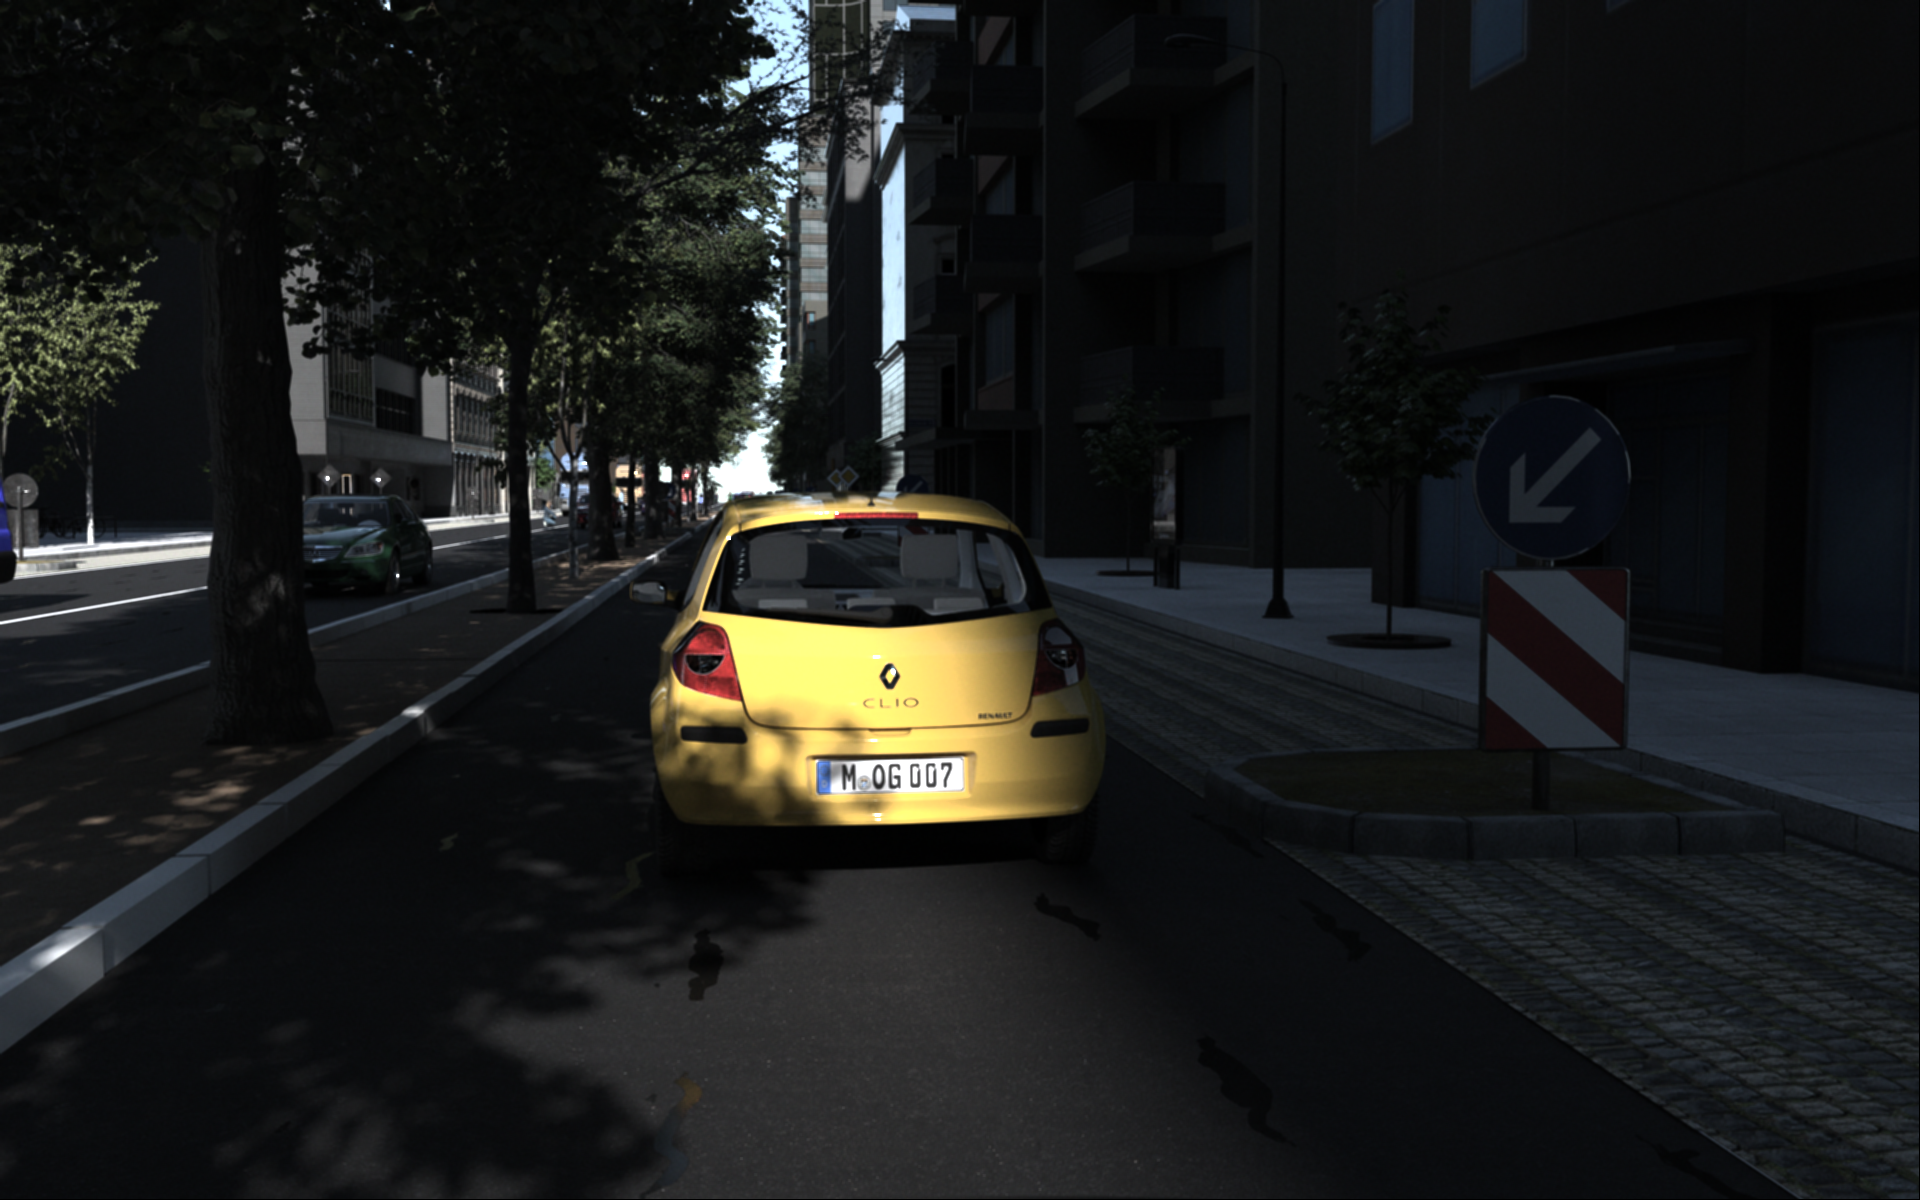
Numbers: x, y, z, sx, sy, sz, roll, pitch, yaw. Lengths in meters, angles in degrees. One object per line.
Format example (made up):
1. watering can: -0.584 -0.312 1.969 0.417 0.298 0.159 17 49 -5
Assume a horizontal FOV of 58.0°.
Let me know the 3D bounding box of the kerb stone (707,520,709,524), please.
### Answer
1. kerb stone: -11.574 -3.441 78.454 0.120 0.150 1.000 0 4 -7

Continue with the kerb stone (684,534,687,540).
1. kerb stone: -8.271 -1.791 51.477 0.120 0.150 1.000 0 4 -7

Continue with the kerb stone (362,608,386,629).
1. kerb stone: -6.372 0.221 18.632 0.120 0.150 1.000 0 4 -7

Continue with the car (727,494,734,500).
1. car: -17.152 -7.687 134.476 1.959 1.807 4.718 0 4 -6

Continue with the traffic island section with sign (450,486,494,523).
1. traffic island section with sign: -24.450 -4.786 86.874 1.989 1.847 2.006 0 4 -7

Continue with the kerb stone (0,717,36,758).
1. kerb stone: -5.253 0.777 9.489 0.120 0.150 1.000 0 4 -7

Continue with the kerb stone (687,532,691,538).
1. kerb stone: -8.642 -1.978 54.538 0.120 0.150 1.000 0 4 -7

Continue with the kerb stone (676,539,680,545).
1. kerb stone: -7.647 -1.480 46.387 0.120 0.150 1.000 0 4 -7

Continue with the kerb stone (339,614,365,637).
1. kerb stone: -6.249 0.280 17.617 0.120 0.150 1.000 0 4 -7

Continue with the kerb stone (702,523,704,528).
1. kerb stone: -10.570 -2.942 70.317 0.120 0.150 1.000 0 4 -7

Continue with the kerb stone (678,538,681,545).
1. kerb stone: -7.780 -1.542 47.407 0.120 0.150 1.000 0 4 -7

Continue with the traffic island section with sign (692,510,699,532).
1. traffic island section with sign: -11.125 -3.544 66.082 2.006 1.907 1.989 0 4 -7

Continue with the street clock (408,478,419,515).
1. street clock: -25.225 -4.612 79.975 0.358 2.002 0.471 3 5 41

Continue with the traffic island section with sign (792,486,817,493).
1. traffic island section with sign: -7.853 -4.964 89.784 1.989 1.847 2.006 0 4 -7

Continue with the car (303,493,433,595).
1. car: -9.146 -0.871 26.044 2.131 1.459 4.920 0 4 -8

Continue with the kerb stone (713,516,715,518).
1. kerb stone: -13.189 -4.251 91.699 0.120 0.150 1.000 0 4 -7

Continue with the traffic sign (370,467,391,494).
1. traffic sign: -21.752 -3.757 65.073 0.795 2.450 0.064 0 4 -7

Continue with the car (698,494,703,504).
1. car: -36.319 -14.490 246.508 1.945 1.707 3.694 0 4 -7

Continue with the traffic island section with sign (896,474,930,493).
1. traffic island section with sign: -1.120 -1.595 34.710 1.989 1.847 2.006 0 4 -7

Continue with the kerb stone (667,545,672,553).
1. kerb stone: -7.022 -1.169 41.313 0.120 0.150 1.000 0 4 -7

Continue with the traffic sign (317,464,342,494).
1. traffic sign: -20.783 -3.272 57.146 0.795 2.450 0.064 0 4 -7

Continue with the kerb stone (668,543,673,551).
1. kerb stone: -7.152 -1.231 42.327 0.120 0.150 1.000 0 4 -7

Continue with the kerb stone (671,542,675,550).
1. kerb stone: -7.273 -1.293 43.342 0.120 0.150 1.000 0 4 -7

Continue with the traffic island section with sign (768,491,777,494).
1. traffic island section with sign: -17.141 -9.612 165.790 1.989 1.847 2.006 0 4 -7

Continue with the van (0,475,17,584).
1. van: -12.161 -0.858 18.410 2.240 2.365 5.245 0 4 -6

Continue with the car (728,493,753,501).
1. car: -13.869 -6.192 110.829 1.945 1.707 3.694 0 4 -8

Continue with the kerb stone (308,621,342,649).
1. kerb stone: -6.124 0.342 16.599 0.120 0.150 1.000 0 4 -7

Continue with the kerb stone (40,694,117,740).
1. kerb stone: -5.375 0.719 10.507 0.120 0.150 1.000 0 4 -7

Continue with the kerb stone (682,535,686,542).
1. kerb stone: -8.145 -1.729 50.463 0.120 0.150 1.000 0 4 -7

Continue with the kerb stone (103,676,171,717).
1. kerb stone: -5.497 0.653 11.522 0.120 0.150 1.000 0 4 -7

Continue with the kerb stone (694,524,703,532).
1. kerb stone: -10.449 -2.881 69.302 0.120 0.150 1.000 0 4 -7

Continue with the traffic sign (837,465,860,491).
1. traffic sign: -3.812 -3.398 59.192 0.795 2.450 0.064 0 4 -7

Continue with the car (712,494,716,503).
1. car: -38.753 -15.788 269.923 2.131 1.459 4.920 0 4 -6

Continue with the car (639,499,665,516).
1. car: -20.649 -6.386 116.985 1.945 1.354 3.894 0 4 -8

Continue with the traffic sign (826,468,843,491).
1. traffic sign: -4.781 -3.882 67.119 0.795 2.450 0.064 0 4 -7

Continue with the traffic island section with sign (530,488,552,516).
1. traffic island section with sign: -27.737 -6.431 113.781 1.989 1.847 2.006 0 4 -7

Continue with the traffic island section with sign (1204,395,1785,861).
1. traffic island section with sign: 2.175 0.057 7.700 1.989 1.847 2.006 0 4 -7

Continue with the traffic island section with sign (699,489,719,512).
1. traffic island section with sign: -20.251 -8.106 140.666 2.006 1.907 1.989 0 4 -7

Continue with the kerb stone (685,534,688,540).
1. kerb stone: -8.393 -1.846 52.504 0.120 0.150 1.000 0 4 -7

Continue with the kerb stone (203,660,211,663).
1. kerb stone: -5.744 0.529 13.551 0.120 0.150 1.000 0 4 -7

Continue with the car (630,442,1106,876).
1. car: -0.526 0.135 8.017 2.015 1.641 3.980 -1 4 -8

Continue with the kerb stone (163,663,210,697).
1. kerb stone: -5.632 0.599 12.536 0.120 0.150 1.000 0 4 -7

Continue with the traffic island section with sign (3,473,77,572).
1. traffic island section with sign: -17.799 -1.457 32.446 1.989 1.847 2.006 0 4 -7

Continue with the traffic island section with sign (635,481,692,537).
1. traffic island section with sign: -10.236 -3.094 58.728 2.006 1.907 1.989 0 4 -7

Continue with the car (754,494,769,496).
1. car: -13.356 -6.536 117.089 2.015 1.641 3.980 0 4 -6

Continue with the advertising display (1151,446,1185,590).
1. advertising display: 2.823 -1.125 23.614 0.123 1.923 0.974 -1 4 -14

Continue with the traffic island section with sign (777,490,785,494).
1. traffic island section with sign: -11.136 -6.607 116.648 1.989 1.847 2.006 0 4 -7

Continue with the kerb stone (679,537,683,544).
1. kerb stone: -7.899 -1.602 48.433 0.120 0.150 1.000 0 4 -7

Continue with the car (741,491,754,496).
1. car: -24.695 -11.776 201.209 2.281 1.827 5.304 0 4 -8

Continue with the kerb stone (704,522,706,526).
1. kerb stone: -10.944 -3.126 73.361 0.120 0.150 1.000 0 4 -7

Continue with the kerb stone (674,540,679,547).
1. kerb stone: -7.520 -1.411 45.372 0.120 0.150 1.000 0 4 -7

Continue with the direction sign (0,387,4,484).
1. direction sign: -20.105 -2.712 36.345 0.379 3.537 0.876 -2 4 -27

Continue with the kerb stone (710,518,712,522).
1. kerb stone: -12.319 -3.813 84.586 0.120 0.150 1.000 0 4 -7

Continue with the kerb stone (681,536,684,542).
1. kerb stone: -8.018 -1.666 49.448 0.120 0.150 1.000 0 4 -7

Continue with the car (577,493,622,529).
1. car: -15.302 -3.920 73.124 2.155 1.783 4.494 0 4 -6

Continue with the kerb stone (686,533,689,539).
1. kerb stone: -8.521 -1.916 53.518 0.120 0.150 1.000 0 4 -7

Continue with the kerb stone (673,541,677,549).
1. kerb stone: -7.400 -1.354 44.357 0.120 0.150 1.000 0 4 -7
